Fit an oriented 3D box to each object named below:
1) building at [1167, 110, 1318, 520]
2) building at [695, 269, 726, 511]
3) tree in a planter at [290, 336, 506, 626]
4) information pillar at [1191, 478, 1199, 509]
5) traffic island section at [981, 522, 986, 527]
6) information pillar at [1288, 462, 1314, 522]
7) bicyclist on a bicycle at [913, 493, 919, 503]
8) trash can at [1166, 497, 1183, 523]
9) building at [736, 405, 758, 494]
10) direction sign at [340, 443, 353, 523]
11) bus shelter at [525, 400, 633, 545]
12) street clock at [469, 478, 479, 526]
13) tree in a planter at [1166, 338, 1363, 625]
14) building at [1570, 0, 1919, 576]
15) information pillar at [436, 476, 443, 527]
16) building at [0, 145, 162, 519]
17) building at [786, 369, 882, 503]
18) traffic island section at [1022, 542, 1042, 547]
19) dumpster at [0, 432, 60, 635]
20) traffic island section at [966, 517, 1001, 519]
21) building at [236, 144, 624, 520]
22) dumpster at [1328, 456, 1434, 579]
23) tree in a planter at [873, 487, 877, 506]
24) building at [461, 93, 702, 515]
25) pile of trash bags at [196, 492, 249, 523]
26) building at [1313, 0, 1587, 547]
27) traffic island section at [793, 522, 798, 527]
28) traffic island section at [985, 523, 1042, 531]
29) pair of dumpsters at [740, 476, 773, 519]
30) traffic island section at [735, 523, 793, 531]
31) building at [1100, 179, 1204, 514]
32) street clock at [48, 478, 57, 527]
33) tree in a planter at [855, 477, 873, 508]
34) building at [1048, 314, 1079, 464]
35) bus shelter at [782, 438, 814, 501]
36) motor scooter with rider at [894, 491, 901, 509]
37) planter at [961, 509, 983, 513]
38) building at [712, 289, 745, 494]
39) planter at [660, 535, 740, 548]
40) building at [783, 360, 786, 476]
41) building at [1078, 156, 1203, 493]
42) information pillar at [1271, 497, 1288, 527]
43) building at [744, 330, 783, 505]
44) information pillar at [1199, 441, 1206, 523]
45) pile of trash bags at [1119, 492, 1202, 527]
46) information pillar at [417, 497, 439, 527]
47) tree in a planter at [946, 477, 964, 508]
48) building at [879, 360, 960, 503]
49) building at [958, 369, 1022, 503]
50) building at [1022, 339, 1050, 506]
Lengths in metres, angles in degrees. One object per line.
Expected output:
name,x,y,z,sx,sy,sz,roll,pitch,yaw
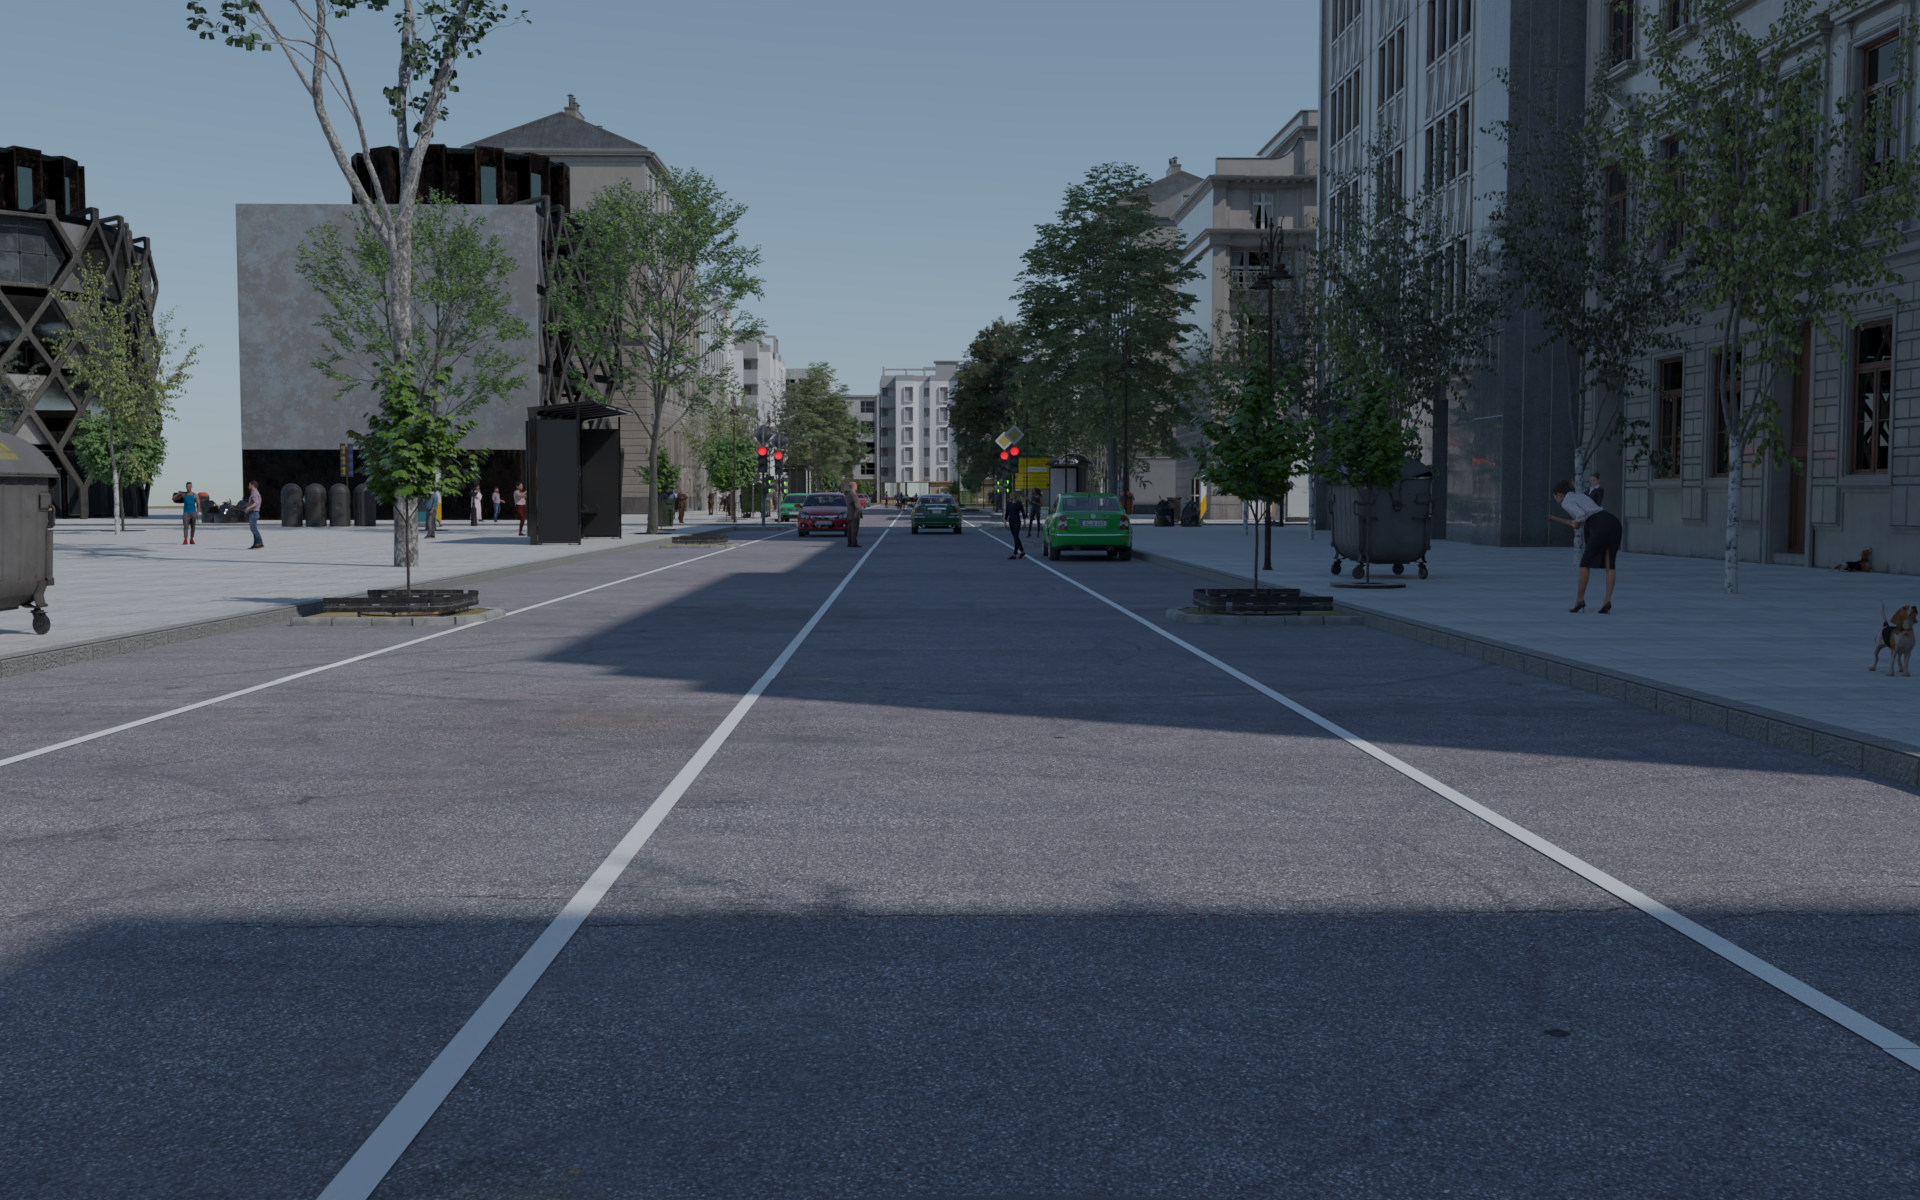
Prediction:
building,23.825,-15.272,91.503,24.055,21.916,13.314,0,4,-1
building,-25.276,-17.501,140.889,10.420,20.320,16.860,0,4,-1
tree in a planter,-6.301,-1.374,19.688,1.991,3.239,1.994,0,4,-1
information pillar,10.648,-4.518,78.356,0.304,2.012,0.304,-2,4,-26
traffic island section,1.983,-3.364,77.288,2.009,0.180,2.903,0,4,-1
information pillar,15.558,-5.373,79.162,1.656,3.620,0.184,-2,4,-31
bicyclist on a bicycle,-5.375,-12.374,212.334,1.499,1.676,1.625,0,4,-3
trash can,9.510,-3.993,76.942,0.748,1.137,0.748,0,3,0
building,-25.240,-14.399,177.571,9.099,9.664,28.070,0,4,-1
direction sign,-27.471,-5.237,77.628,0.379,3.537,0.876,1,4,17
bus shelter,-10.126,-3.379,46.524,1.731,3.624,6.357,0,4,-1
street clock,-19.363,-3.938,68.954,0.471,2.002,0.358,2,4,35
tree in a planter,3.413,-1.385,19.862,1.991,3.239,1.994,0,4,-1
building,19.782,-11.883,30.449,11.583,22.565,21.152,0,4,-1
information pillar,-20.560,-4.675,67.790,0.504,3.616,0.183,-2,4,-32
building,-52.270,-13.689,91.272,16.811,18.784,16.820,0,4,-1
building,-27.359,-23.593,252.201,31.486,18.905,16.747,0,4,-1
traffic island section,2.716,-1.508,47.526,1.991,0.108,1.994,0,4,-1
dumpster,-8.874,-0.568,15.044,1.264,1.857,1.865,0,4,-1
traffic island section,1.361,-4.837,101.945,1.991,0.108,1.994,0,4,-1
building,-26.787,-13.759,92.412,16.820,18.784,16.811,0,4,-1
dumpster,6.490,-1.282,26.727,1.264,1.857,1.865,0,4,-1
tree in a planter,-10.983,-12.857,207.432,1.991,3.239,1.994,0,4,-1
building,-25.420,-19.722,119.721,12.463,27.353,25.104,0,4,-1
pile of trash bags,-32.993,-4.120,77.114,3.447,1.369,1.912,3,4,38
building,18.834,-14.264,51.234,12.078,24.808,19.932,0,4,-1
traffic island section,-8.055,-3.349,77.043,2.009,0.180,2.903,0,4,-1
traffic island section,2.183,-2.876,69.305,2.009,0.180,2.903,0,4,-1
pair of dumpsters,-10.945,-5.523,92.801,1.574,2.255,4.436,0,4,-1
traffic island section,-7.856,-2.861,69.060,2.009,0.180,2.903,0,4,-1
building,15.150,-16.409,117.441,9.793,20.994,18.267,0,4,-1
street clock,-35.934,-3.905,68.421,0.358,2.002,0.471,3,4,38
tree in a planter,-10.296,-11.149,179.503,1.991,3.239,1.994,0,4,-1
building,17.471,-19.997,183.367,16.016,20.091,11.380,0,4,-1
bus shelter,-11.963,-9.063,125.816,2.179,5.291,8.768,0,4,-1
motor scooter with rider,-5.910,-9.503,164.338,0.876,1.779,1.986,0,4,-2
planter,0.685,-6.597,128.994,1.991,0.319,1.994,0,4,-1
building,-28.499,-18.413,157.477,16.016,20.091,11.380,0,4,-1
planter,-6.972,-1.564,46.712,1.991,0.319,1.994,0,4,-1
building,-27.324,-21.768,212.322,11.380,20.091,16.016,0,4,-1
building,16.324,-20.945,139.716,12.463,27.353,25.104,0,4,-1
information pillar,12.503,-4.696,68.100,0.184,3.620,1.656,0,4,-1
building,-29.047,-20.852,197.344,16.016,20.091,11.380,0,4,-1
information pillar,10.765,-5.226,76.807,0.183,3.616,0.504,3,4,38
pile of trash bags,8.000,-3.618,68.905,3.447,1.369,1.912,1,4,19
information pillar,-20.672,-4.736,66.810,0.750,3.857,0.750,1,4,20
tree in a planter,-0.578,-11.150,179.531,1.991,3.239,1.994,0,4,-1
building,-5.900,-24.156,251.377,11.380,20.091,16.016,0,4,-1
building,15.525,-23.581,252.008,31.486,18.905,16.747,0,4,-1
building,17.028,-20.733,205.441,16.747,18.905,31.486,0,4,-1
